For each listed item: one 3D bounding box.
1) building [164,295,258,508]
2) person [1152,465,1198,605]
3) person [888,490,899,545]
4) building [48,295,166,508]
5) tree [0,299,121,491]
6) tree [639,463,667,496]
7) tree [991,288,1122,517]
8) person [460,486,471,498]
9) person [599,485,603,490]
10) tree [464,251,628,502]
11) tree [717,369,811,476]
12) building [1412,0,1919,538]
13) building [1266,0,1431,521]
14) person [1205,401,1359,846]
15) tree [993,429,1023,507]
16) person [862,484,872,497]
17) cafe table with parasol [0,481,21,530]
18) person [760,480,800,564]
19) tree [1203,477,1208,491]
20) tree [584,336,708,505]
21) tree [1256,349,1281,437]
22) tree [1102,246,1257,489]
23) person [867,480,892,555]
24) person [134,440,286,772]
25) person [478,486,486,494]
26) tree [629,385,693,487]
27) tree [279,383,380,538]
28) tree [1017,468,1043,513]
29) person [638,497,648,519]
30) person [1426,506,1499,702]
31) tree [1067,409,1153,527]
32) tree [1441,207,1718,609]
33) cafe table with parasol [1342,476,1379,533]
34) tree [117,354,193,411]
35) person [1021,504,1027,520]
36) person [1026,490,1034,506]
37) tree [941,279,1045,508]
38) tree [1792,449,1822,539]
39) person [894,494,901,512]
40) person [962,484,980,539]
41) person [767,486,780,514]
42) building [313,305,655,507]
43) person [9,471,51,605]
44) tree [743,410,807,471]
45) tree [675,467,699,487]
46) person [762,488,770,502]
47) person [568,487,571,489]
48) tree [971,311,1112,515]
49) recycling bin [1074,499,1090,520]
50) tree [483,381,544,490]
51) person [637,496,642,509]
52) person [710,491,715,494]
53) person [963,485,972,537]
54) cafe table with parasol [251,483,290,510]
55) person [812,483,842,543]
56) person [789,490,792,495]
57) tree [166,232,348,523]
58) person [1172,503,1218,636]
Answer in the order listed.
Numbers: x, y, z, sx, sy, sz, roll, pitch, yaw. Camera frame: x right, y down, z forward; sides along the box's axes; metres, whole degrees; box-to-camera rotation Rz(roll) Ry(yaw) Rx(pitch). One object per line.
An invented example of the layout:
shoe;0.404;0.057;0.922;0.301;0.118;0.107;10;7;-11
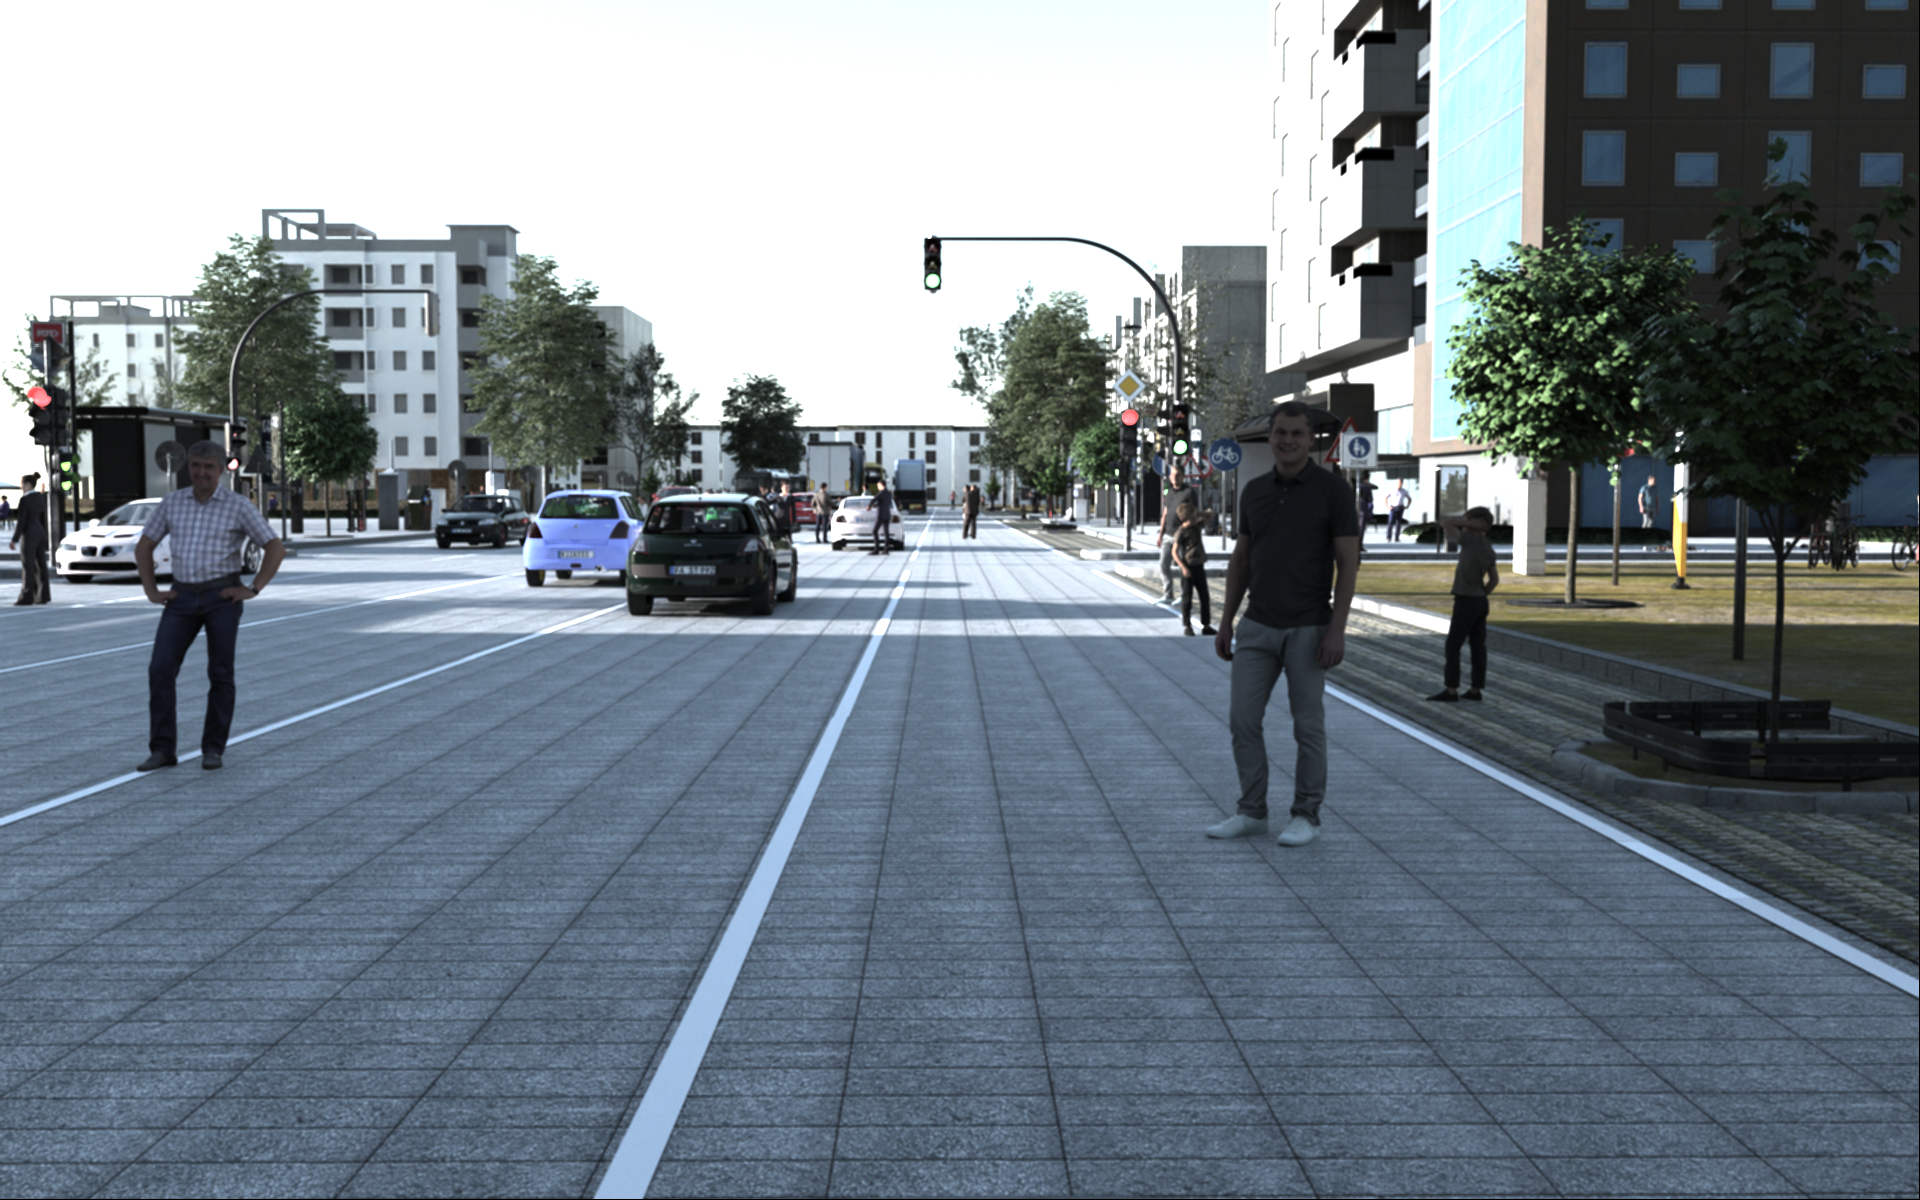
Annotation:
building;-68.706;-19.229;170.806;11.380;20.091;16.016;0;4;-1
person;2.775;-0.840;22.363;0.434;1.807;0.598;-2;4;-28
person;-1.930;-2.307;48.487;0.482;1.546;0.388;2;4;26
building;-80.086;-19.226;170.766;11.380;20.091;16.016;0;4;-1
tree;-34.754;-7.099;66.427;4.737;8.622;4.395;0;3;0
tree;-19.329;-6.957;108.347;1.663;3.219;1.824;0;3;0
tree;5.441;-10.894;96.240;7.486;12.596;7.792;0;3;0
person;-18.721;-3.511;65.310;0.662;1.594;0.647;0;4;-5
person;-19.830;-5.492;96.281;0.568;1.767;0.683;2;4;29
tree;-19.625;-10.018;81.920;7.486;12.596;7.792;0;3;0
tree;-19.797;-16.447;175.564;9.857;13.997;8.962;0;3;0
building;23.881;-24.838;56.216;14.200;45.320;14.600;0;4;-1
building;32.217;-30.741;91.851;28.713;52.752;27.495;0;4;-1
person;1.318;0.091;7.143;0.434;1.807;0.598;-3;5;-39
tree;4.605;-13.360;168.805;4.737;8.622;4.395;0;3;0
person;-3.526;-3.392;64.102;0.789;1.805;0.875;2;4;29
cafe table with parasol;-34.201;-3.413;60.667;2.610;1.966;2.610;-3;5;-41
person;-3.698;-1.597;35.413;0.742;1.727;0.445;-2;4;-35
tree;14.705;-6.975;108.646;1.663;3.219;1.824;0;3;0
tree;-18.839;-10.255;102.075;7.601;10.594;8.767;1;4;13
tree;13.095;-8.073;82.353;4.360;8.622;3.978;0;3;0
tree;6.403;-6.227;52.169;4.360;8.622;3.978;0;3;0
person;-1.934;-1.946;40.760;0.568;1.767;0.683;2;4;28
person;-3.959;0.024;9.047;0.756;1.711;0.436;0;4;2
person;-28.227;-5.866;102.506;0.990;1.755;0.434;-1;4;-16
tree;-19.477;-10.037;114.469;4.737;8.622;4.395;0;3;0
tree;-18.827;-4.147;51.520;4.285;4.588;4.351;0;3;0
tree;5.399;-8.392;120.921;4.285;4.588;4.351;0;3;0
person;-9.196;-2.305;50.095;0.340;1.345;0.435;-1;4;-20
person;3.474;0.028;11.955;0.340;1.345;0.435;3;5;43
tree;5.864;-5.115;67.347;4.285;4.588;4.351;0;3;0
tree;7.041;-2.214;19.905;4.285;4.588;4.351;0;3;0
cafe table with parasol;12.966;-3.230;57.683;2.610;1.966;2.610;-1;4;-20
tree;-41.123;-8.496;89.274;4.360;8.622;3.978;0;3;0
person;3.536;-4.864;95.943;0.347;0.859;0.695;0;4;2
person;7.590;-10.881;184.659;1.217;1.736;0.721;0;4;-3
tree;4.590;-18.297;155.040;12.611;20.169;13.585;0;3;0
tree;24.413;-3.347;49.330;1.663;3.219;1.824;0;3;0
person;-2.769;-3.883;75.221;0.726;1.435;0.776;1;4;12
person;0.349;-2.839;55.603;0.565;1.739;0.600;-2;4;-24
person;-6.756;-3.318;63.480;0.841;1.734;0.376;-2;4;-29
building;-47.269;-18.599;170.552;31.486;18.905;16.747;0;4;-1
person;-12.091;-0.809;22.525;0.445;1.727;0.742;-2;4;-24
tree;-20.081;-15.529;188.314;8.767;10.594;7.601;1;4;8
tree;-19.463;-7.940;124.413;1.663;3.219;1.824;0;3;0
person;-11.383;-5.699;101.802;0.598;1.807;0.434;1;4;13
person;-24.345;-6.197;108.307;0.756;1.711;0.436;1;4;16
tree;5.433;-11.605;106.744;9.611;12.733;9.660;0;3;0
recycling bin;6.059;-4.483;85.845;0.722;1.027;0.722;1;4;12
tree;-28.641;-9.790;110.429;4.737;8.622;4.395;0;3;0
person;-13.358;-3.655;72.175;0.340;1.345;0.435;0;4;0
person;-11.763;-4.364;82.058;0.471;1.553;0.569;3;5;43
person;0.292;-2.975;57.862;0.376;1.734;0.841;-1;4;-8
cafe table with parasol;-38.003;-5.540;95.450;2.610;1.966;2.610;2;4;31
person;-3.872;-2.530;50.397;0.617;1.759;0.750;3;5;41
person;-10.687;-6.077;108.576;0.376;1.734;0.841;-2;4;-27
tree;-31.019;-9.644;75.811;7.486;12.596;7.792;0;3;0
person;2.404;-0.313;17.533;0.435;1.345;0.340;-3;4;-38
